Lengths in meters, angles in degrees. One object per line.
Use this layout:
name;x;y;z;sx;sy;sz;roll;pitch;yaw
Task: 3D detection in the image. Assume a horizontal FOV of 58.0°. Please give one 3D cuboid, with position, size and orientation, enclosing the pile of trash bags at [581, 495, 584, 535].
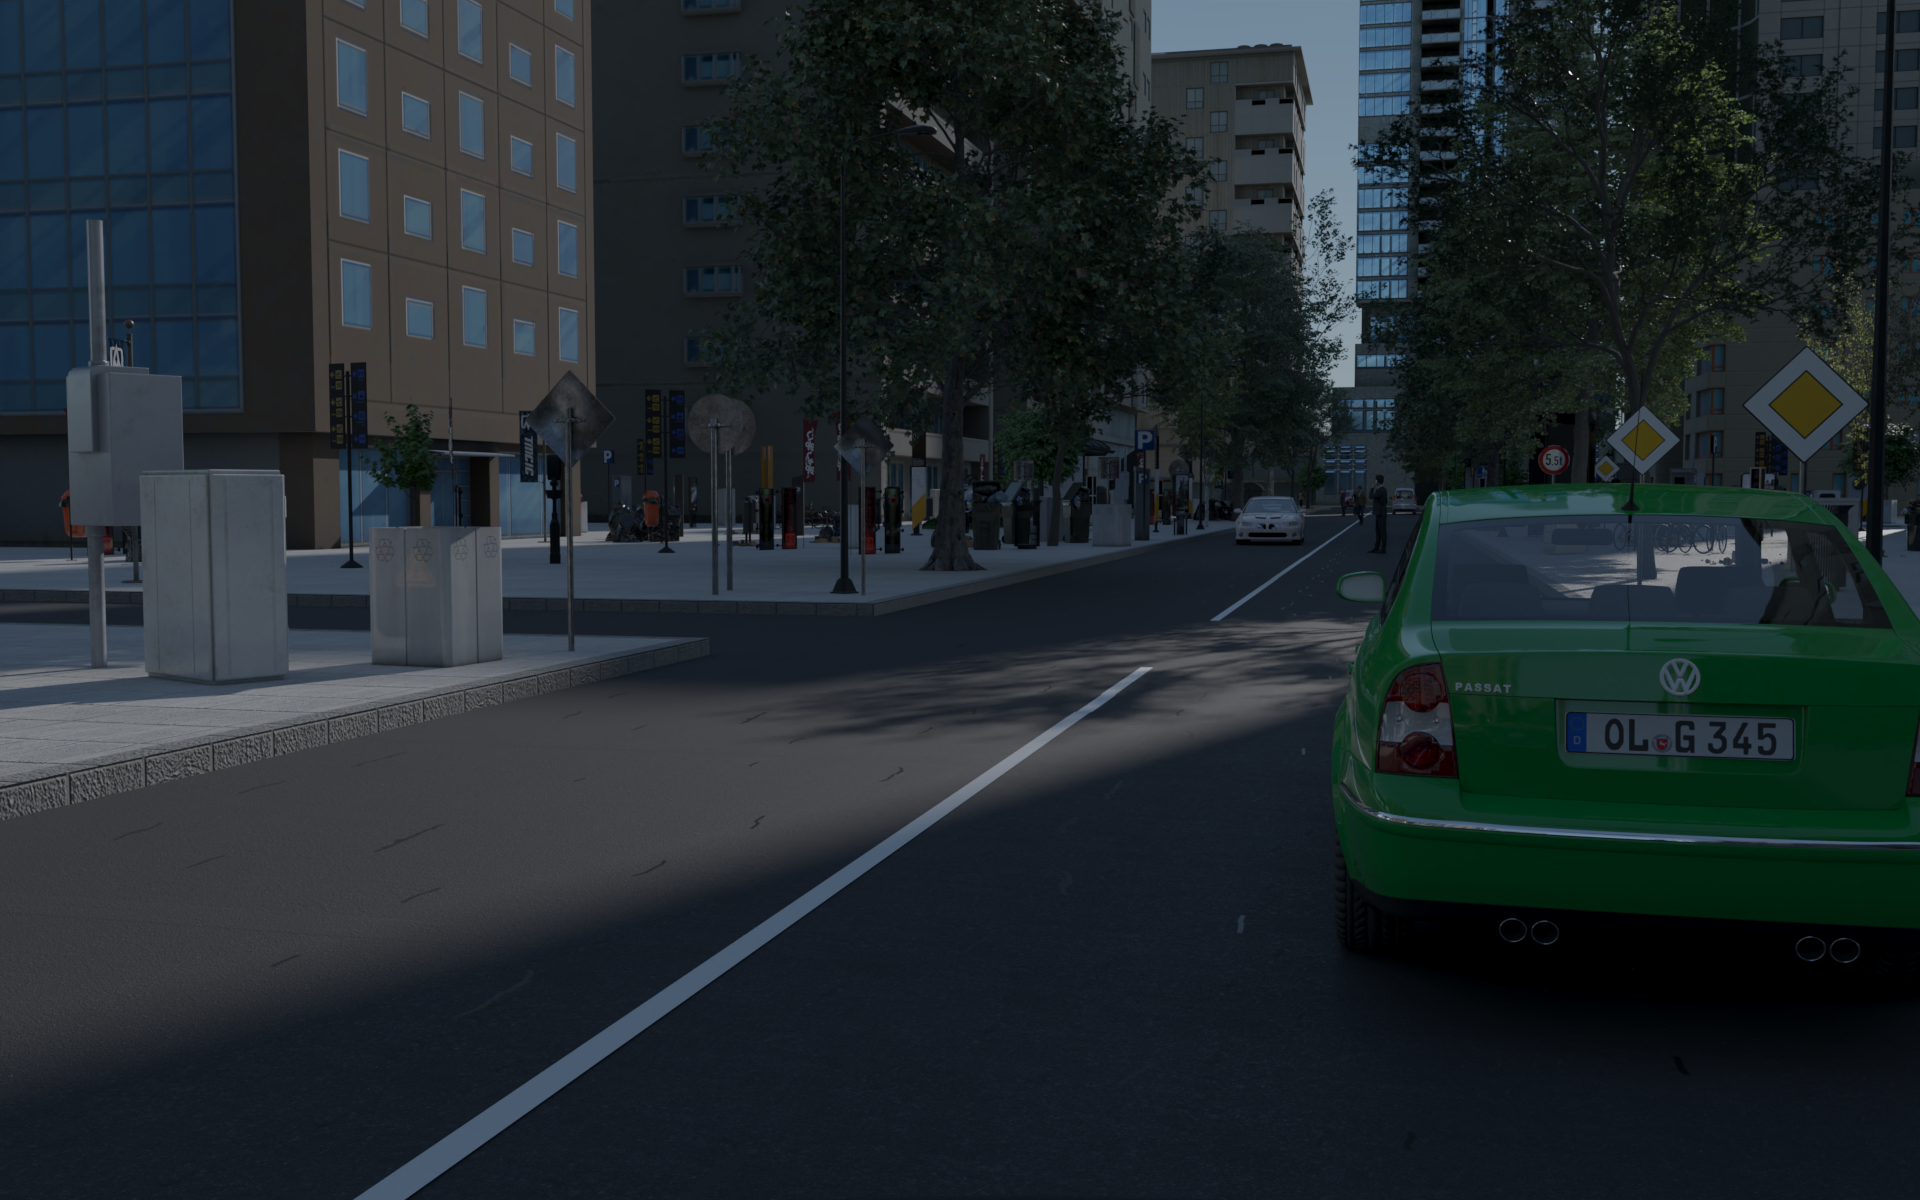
pile of trash bags;-13.233;-2.757;54.833;3.447;1.369;1.912;2;4;33

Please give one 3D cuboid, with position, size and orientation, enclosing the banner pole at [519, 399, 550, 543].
banner pole;-11.223;-3.411;45.779;0.863;3.779;0.401;-1;4;-9

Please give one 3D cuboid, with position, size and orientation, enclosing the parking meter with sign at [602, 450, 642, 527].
parking meter with sign;-13.420;-4.449;68.999;0.543;3.016;1.738;2;4;32

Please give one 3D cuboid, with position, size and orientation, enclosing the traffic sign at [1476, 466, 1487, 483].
traffic sign;23.684;-4.779;78.241;0.768;2.556;0.104;1;4;16

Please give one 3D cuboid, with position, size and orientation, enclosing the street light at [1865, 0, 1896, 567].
street light;5.691;-2.400;11.788;1.470;5.913;1.316;1;4;14

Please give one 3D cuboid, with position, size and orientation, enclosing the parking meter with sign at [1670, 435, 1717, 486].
parking meter with sign;21.589;-3.392;51.715;1.738;3.016;0.543;2;4;33

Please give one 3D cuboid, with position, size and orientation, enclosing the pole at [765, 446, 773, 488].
pole;-7.999;-4.850;73.138;0.158;3.312;0.155;0;3;0

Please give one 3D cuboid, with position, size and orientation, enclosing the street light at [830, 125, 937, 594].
street light;-0.971;-3.029;22.071;1.470;5.913;1.316;1;4;14

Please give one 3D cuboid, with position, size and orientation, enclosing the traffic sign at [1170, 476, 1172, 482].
traffic sign;11.867;-5.796;94.868;0.768;2.556;0.104;1;4;22

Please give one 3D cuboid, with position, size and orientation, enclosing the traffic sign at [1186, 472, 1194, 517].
traffic sign;11.728;-5.475;89.620;0.768;2.556;0.104;1;4;17

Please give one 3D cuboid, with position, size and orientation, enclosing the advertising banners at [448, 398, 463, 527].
advertising banners;-9.025;-2.128;30.977;0.090;3.025;2.074;-1;4;-20

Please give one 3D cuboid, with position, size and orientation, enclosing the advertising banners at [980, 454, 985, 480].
advertising banners;0.660;-4.913;76.512;0.090;3.025;2.074;-2;4;-24

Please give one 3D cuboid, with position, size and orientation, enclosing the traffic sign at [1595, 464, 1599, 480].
traffic sign;25.957;-4.358;71.366;0.768;2.556;0.104;1;4;16

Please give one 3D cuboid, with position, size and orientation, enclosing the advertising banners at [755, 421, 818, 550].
advertising banners;-3.982;-2.688;40.140;0.090;3.025;2.074;3;4;38

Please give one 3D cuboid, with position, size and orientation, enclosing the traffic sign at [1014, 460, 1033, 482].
traffic sign;1.894;-3.051;52.019;0.606;2.300;0.079;1;4;20

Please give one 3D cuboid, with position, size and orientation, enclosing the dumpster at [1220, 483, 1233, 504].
dumpster;14.795;-5.399;94.027;1.264;1.857;1.865;1;4;14

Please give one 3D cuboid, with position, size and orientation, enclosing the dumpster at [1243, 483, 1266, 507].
dumpster;14.924;-5.061;88.501;1.264;1.857;1.865;1;4;14

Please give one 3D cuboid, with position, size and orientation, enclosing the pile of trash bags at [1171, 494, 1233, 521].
pile of trash bags;11.860;-4.540;83.986;3.447;1.369;1.912;-1;4;-9

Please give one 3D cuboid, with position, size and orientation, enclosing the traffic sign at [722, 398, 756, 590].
traffic sign;-3.072;-1.403;23.037;0.768;2.556;0.104;1;4;20

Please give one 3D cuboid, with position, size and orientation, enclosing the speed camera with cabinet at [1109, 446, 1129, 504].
speed camera with cabinet;6.602;-4.772;72.350;0.660;3.252;2.038;0;4;-4

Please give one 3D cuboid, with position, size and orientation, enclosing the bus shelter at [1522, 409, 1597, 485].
bus shelter;16.896;-3.542;49.190;1.731;3.624;6.357;1;4;14

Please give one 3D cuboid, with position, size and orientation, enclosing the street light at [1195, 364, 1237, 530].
street light;9.212;-5.487;62.247;1.470;5.913;1.316;1;4;14

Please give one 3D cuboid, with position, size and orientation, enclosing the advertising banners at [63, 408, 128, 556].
advertising banners;-17.983;-2.458;36.382;0.090;3.025;2.074;1;4;16

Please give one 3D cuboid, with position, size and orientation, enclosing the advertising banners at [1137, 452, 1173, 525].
advertising banners;8.100;-4.648;72.189;0.090;3.025;2.074;-3;4;-39

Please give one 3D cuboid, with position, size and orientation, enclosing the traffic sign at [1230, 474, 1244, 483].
traffic sign;14.521;-5.558;90.985;0.768;2.556;0.104;1;4;19

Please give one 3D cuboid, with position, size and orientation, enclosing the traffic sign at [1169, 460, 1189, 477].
traffic sign;8.055;-3.900;63.875;0.768;2.556;0.104;1;4;19

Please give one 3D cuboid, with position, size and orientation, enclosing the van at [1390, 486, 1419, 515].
van;31.211;-7.013;121.668;2.013;2.044;4.112;1;4;14

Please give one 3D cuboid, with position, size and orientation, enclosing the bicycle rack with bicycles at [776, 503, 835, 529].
bicycle rack with bicycles;-6.385;-3.429;69.440;2.925;0.926;2.852;0;4;-4

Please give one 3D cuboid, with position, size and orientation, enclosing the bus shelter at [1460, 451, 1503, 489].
bus shelter;24.977;-5.431;82.715;2.014;3.302;5.546;1;4;14

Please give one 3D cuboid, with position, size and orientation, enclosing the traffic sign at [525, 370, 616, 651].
traffic sign;-3.171;-0.639;14.084;0.795;2.450;0.064;1;4;14

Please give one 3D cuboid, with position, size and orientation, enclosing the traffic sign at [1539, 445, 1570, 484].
traffic sign;15.489;-2.759;45.215;0.768;2.556;0.104;1;4;18

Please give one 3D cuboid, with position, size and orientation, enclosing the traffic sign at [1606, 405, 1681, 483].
traffic sign;7.693;-0.974;19.567;0.795;2.450;0.064;1;4;14

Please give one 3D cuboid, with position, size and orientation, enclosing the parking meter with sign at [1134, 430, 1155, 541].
parking meter with sign;5.072;-3.169;48.066;0.543;3.016;1.738;0;4;3

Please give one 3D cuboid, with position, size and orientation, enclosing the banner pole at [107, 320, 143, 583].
banner pole;-11.925;-2.123;24.731;0.401;3.779;0.863;0;4;0

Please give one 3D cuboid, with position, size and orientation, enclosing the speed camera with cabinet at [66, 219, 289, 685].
speed camera with cabinet;-5.595;-1.100;12.318;2.038;3.252;0.660;3;4;38

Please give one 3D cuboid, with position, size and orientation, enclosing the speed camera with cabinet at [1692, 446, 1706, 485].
speed camera with cabinet;29.918;-4.651;70.379;0.660;3.252;2.038;2;4;27

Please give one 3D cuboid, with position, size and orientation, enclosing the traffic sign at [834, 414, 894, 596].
traffic sign;-1.218;-1.112;21.827;0.795;2.450;0.064;1;4;14

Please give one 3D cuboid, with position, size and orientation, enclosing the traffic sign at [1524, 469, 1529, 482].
traffic sign;28.572;-5.354;87.641;0.768;2.556;0.104;1;4;23

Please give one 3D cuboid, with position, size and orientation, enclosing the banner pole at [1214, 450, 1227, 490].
banner pole;14.435;-6.451;95.490;0.863;3.779;0.401;1;4;15

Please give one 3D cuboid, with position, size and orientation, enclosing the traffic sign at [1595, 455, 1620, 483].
traffic sign;19.195;-3.079;51.525;0.795;2.450;0.064;1;4;16

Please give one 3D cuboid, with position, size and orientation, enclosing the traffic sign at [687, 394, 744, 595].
traffic sign;-3.116;-1.338;21.981;0.768;2.556;0.104;1;4;15

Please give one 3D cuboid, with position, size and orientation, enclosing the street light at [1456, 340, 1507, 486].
street light;15.758;-4.853;51.892;1.470;5.913;1.316;1;4;14

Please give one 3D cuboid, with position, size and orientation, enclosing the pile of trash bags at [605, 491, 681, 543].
pile of trash bags;-8.412;-2.239;46.363;1.912;1.369;3.447;-1;4;-17

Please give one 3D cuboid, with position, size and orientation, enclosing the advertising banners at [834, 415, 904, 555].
advertising banners;-1.947;-2.480;36.728;0.090;3.025;2.074;3;5;43

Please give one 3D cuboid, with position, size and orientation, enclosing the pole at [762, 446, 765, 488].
pole;-8.360;-4.900;73.956;0.158;3.312;0.155;0;3;0

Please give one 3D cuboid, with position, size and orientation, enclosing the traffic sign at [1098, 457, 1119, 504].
traffic sign;4.097;-2.796;47.850;0.606;2.300;0.079;1;4;20

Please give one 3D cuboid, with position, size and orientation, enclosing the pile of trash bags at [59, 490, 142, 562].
pile of trash bags;-15.707;-1.453;33.501;3.447;1.369;1.912;0;4;3

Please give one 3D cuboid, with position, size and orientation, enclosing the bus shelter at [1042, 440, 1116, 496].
bus shelter;4.060;-4.111;61.141;2.014;3.302;5.546;1;4;14

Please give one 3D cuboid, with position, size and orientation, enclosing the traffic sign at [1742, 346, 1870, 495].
traffic sign;5.740;-0.500;11.824;0.795;2.450;0.064;1;4;14

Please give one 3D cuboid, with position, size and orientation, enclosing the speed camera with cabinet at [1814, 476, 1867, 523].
speed camera with cabinet;38.933;-5.029;76.563;2.038;3.252;0.660;1;4;18
